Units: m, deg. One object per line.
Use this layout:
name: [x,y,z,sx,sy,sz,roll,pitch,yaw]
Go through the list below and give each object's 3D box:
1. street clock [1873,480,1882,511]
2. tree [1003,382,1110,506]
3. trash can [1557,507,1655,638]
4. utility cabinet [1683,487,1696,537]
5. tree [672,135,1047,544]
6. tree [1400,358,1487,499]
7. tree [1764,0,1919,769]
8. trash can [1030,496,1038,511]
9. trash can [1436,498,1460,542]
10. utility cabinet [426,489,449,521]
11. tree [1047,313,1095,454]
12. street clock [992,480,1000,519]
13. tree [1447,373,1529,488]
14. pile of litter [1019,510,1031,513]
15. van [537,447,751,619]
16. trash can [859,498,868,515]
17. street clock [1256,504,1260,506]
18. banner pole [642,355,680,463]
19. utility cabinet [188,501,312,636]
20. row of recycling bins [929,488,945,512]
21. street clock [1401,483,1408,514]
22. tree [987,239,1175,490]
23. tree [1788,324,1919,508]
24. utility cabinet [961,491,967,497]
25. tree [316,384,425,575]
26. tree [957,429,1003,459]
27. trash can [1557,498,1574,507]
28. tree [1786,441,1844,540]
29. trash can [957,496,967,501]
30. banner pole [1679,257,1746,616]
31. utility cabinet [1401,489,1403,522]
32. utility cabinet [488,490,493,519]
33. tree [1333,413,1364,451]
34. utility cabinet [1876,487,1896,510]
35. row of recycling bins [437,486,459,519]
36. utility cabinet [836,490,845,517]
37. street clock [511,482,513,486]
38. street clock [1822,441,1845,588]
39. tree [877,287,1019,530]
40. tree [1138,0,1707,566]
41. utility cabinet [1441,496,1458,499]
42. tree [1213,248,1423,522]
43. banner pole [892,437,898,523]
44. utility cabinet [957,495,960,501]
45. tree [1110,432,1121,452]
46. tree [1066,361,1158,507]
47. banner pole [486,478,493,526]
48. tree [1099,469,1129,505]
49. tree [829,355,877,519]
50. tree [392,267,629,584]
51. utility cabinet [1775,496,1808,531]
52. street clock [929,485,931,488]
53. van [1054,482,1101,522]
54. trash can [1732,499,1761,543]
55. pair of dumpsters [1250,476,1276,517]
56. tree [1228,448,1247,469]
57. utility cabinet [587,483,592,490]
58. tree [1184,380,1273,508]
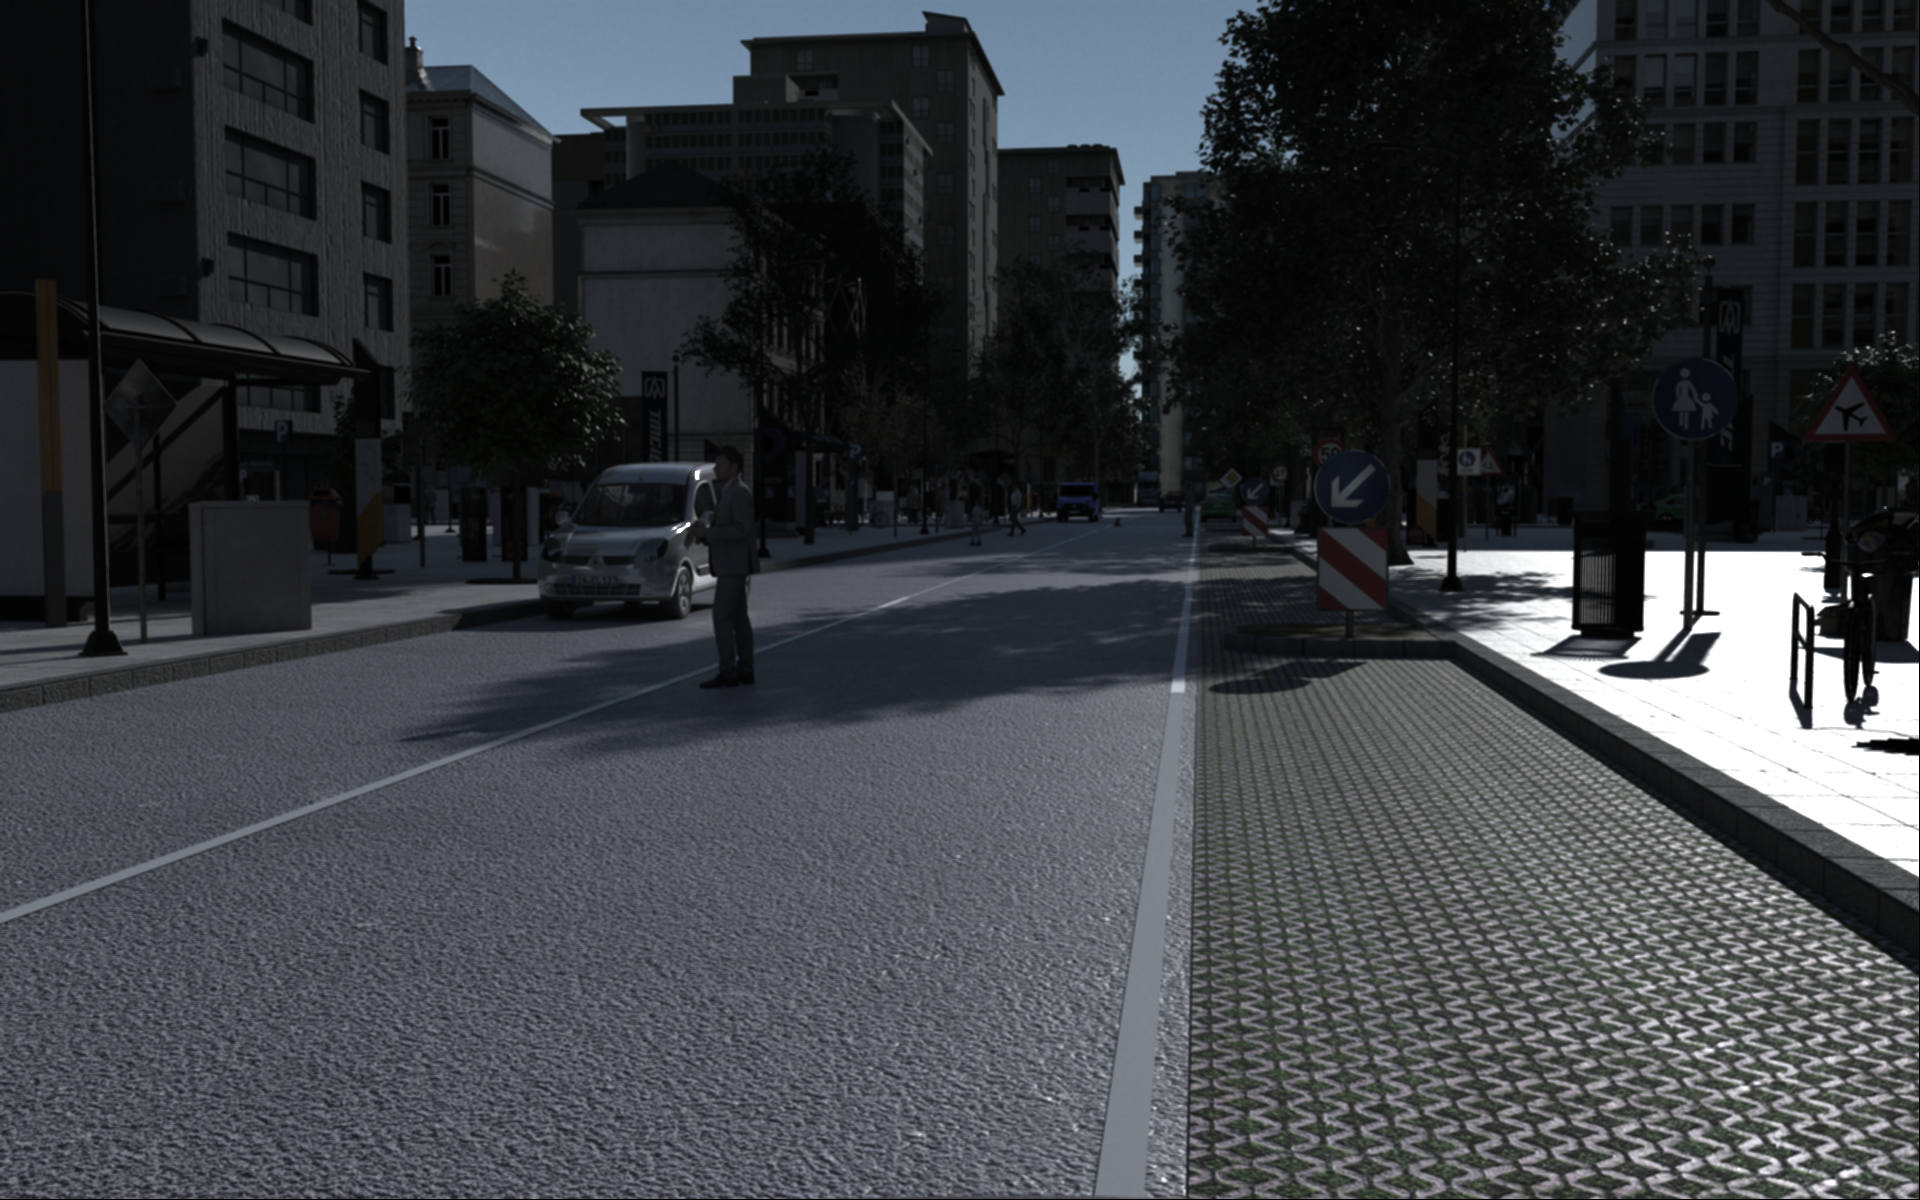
street clock: [32.760,-3.497,61.749,0.358,2.002,0.471,0,4,4]
tree: [6.167,-9.792,110.461,4.737,8.622,4.395,0,3,0]
trash can: [5.835,-0.240,15.578,0.748,1.137,0.748,0,3,0]
utility cabinet: [21.722,-2.554,50.442,1.173,1.500,0.318,1,4,22]
tree: [-3.631,-6.719,44.265,8.767,10.594,7.601,3,4,37]
tree: [25.068,-8.527,89.773,4.737,8.622,4.395,0,3,0]
tree: [4.946,-5.044,8.220,9.928,11.665,9.643,0,3,0]
trash can: [5.515,-7.229,129.854,0.748,1.137,0.748,0,3,0]
trash can: [13.416,-2.263,48.658,0.748,1.137,0.748,0,3,0]
utility cabinet: [-24.893,-4.524,82.653,1.173,1.500,0.318,1,4,19]
tree: [2.793,-9.015,81.802,7.601,10.594,8.767,1,4,17]
street clock: [1.858,-5.188,89.391,0.358,2.002,0.471,2,4,35]
tree: [25.136,-8.002,81.202,4.360,8.622,3.978,0,3,0]
pile of litter: [4.243,-6.297,116.925,1.176,0.858,1.719,-3,5,-43]
van: [-3.783,-0.872,21.267,2.013,2.044,4.112,0,4,8]
trash can: [-5.943,-5.783,106.205,0.748,1.137,0.748,0,3,0]
street clock: [15.589,-5.257,90.527,0.358,2.002,0.471,-2,4,-34]
banner pole: [-5.316,-2.515,31.145,0.863,3.779,0.401,-2,4,-23]
utility cabinet: [-6.593,-0.302,16.106,0.306,1.237,1.020,3,5,43]
row of recycling bins: [-1.810,-7.132,123.716,1.069,1.692,3.534,-2,4,-33]
street clock: [28.870,-6.607,112.602,0.358,2.002,0.471,3,5,43]
tree: [8.691,-16.560,126.649,12.611,20.169,13.585,0,3,0]
tree: [17.994,-3.060,33.744,4.285,4.588,4.351,0,3,0]
utility cabinet: [0.651,-7.774,135.783,1.173,1.500,0.318,1,4,9]
tree: [-9.740,-2.033,27.837,1.663,3.219,1.824,0,3,0]
tree: [1.309,-11.707,141.764,4.737,8.622,4.395,0,3,0]
trash can: [24.869,-3.641,71.188,0.748,1.137,0.748,0,3,0]
tree: [24.255,-3.325,48.967,1.663,3.219,1.824,0,3,0]
trash can: [0.211,-5.935,108.683,0.748,1.137,0.748,0,3,0]
banner pole: [8.089,-1.742,18.491,0.863,3.779,0.401,-2,4,-32]
utility cabinet: [19.740,-4.249,78.157,0.318,1.500,1.173,0,4,7]
utility cabinet: [-22.935,-4.740,86.174,1.173,1.500,0.318,2,4,33]
tree: [30.471,-11.623,140.395,4.737,8.622,4.395,0,3,0]
utility cabinet: [29.577,-2.810,54.616,1.173,1.500,0.318,3,4,37]
row of recycling bins: [-26.018,-5.102,90.534,1.069,1.692,3.534,1,4,22]
utility cabinet: [-6.852,-5.378,96.613,1.173,1.500,0.318,3,5,45]
street clock: [-24.585,-5.573,95.696,0.471,2.002,0.358,3,4,36]
street clock: [11.933,-1.166,23.627,0.358,2.002,0.471,3,5,40]
tree: [-0.222,-6.850,62.355,4.360,8.622,3.978,0,3,0]
tree: [7.900,-6.989,31.279,9.611,12.733,9.660,0,3,0]
utility cabinet: [18.061,-3.232,64.004,0.306,1.237,1.020,0,4,-4]
tree: [12.262,-8.609,58.880,7.486,12.596,7.792,0,3,0]
banner pole: [-2.859,-5.277,76.291,0.401,3.779,0.863,-1,4,-20]
utility cabinet: [-0.548,-7.771,138.217,1.020,1.237,0.306,0,4,3]
tree: [15.554,-14.380,185.472,4.737,8.622,4.395,0,3,0]
tree: [13.839,-15.844,165.702,9.857,13.997,8.962,0,3,0]
banner pole: [-19.058,-4.865,69.552,0.863,3.779,0.401,1,4,18]
tree: [17.500,-13.091,197.756,4.285,4.588,4.351,0,3,0]
tree: [-4.698,-8.575,90.570,4.360,8.622,3.978,0,3,0]
tree: [-6.552,-2.533,25.125,4.285,4.588,4.351,0,3,0]
utility cabinet: [28.575,-2.959,59.545,1.020,1.237,0.306,0,4,-7]
street clock: [-2.591,-8.393,141.795,0.358,2.002,0.471,-2,4,-28]
van: [6.129,-5.209,89.557,2.240,2.365,5.245,1,4,9]
trash can: [20.618,-2.067,45.452,0.748,1.137,0.748,0,3,0]
pair of dumpsters: [16.623,-5.683,95.406,1.574,2.255,4.437,0,4,8]
tree: [27.138,-13.410,169.622,4.737,8.622,4.395,0,3,0]
utility cabinet: [-6.826,-1.580,34.516,1.173,1.500,0.318,1,4,17]
tree: [25.477,-15.475,159.666,9.857,13.997,8.962,0,3,0]
